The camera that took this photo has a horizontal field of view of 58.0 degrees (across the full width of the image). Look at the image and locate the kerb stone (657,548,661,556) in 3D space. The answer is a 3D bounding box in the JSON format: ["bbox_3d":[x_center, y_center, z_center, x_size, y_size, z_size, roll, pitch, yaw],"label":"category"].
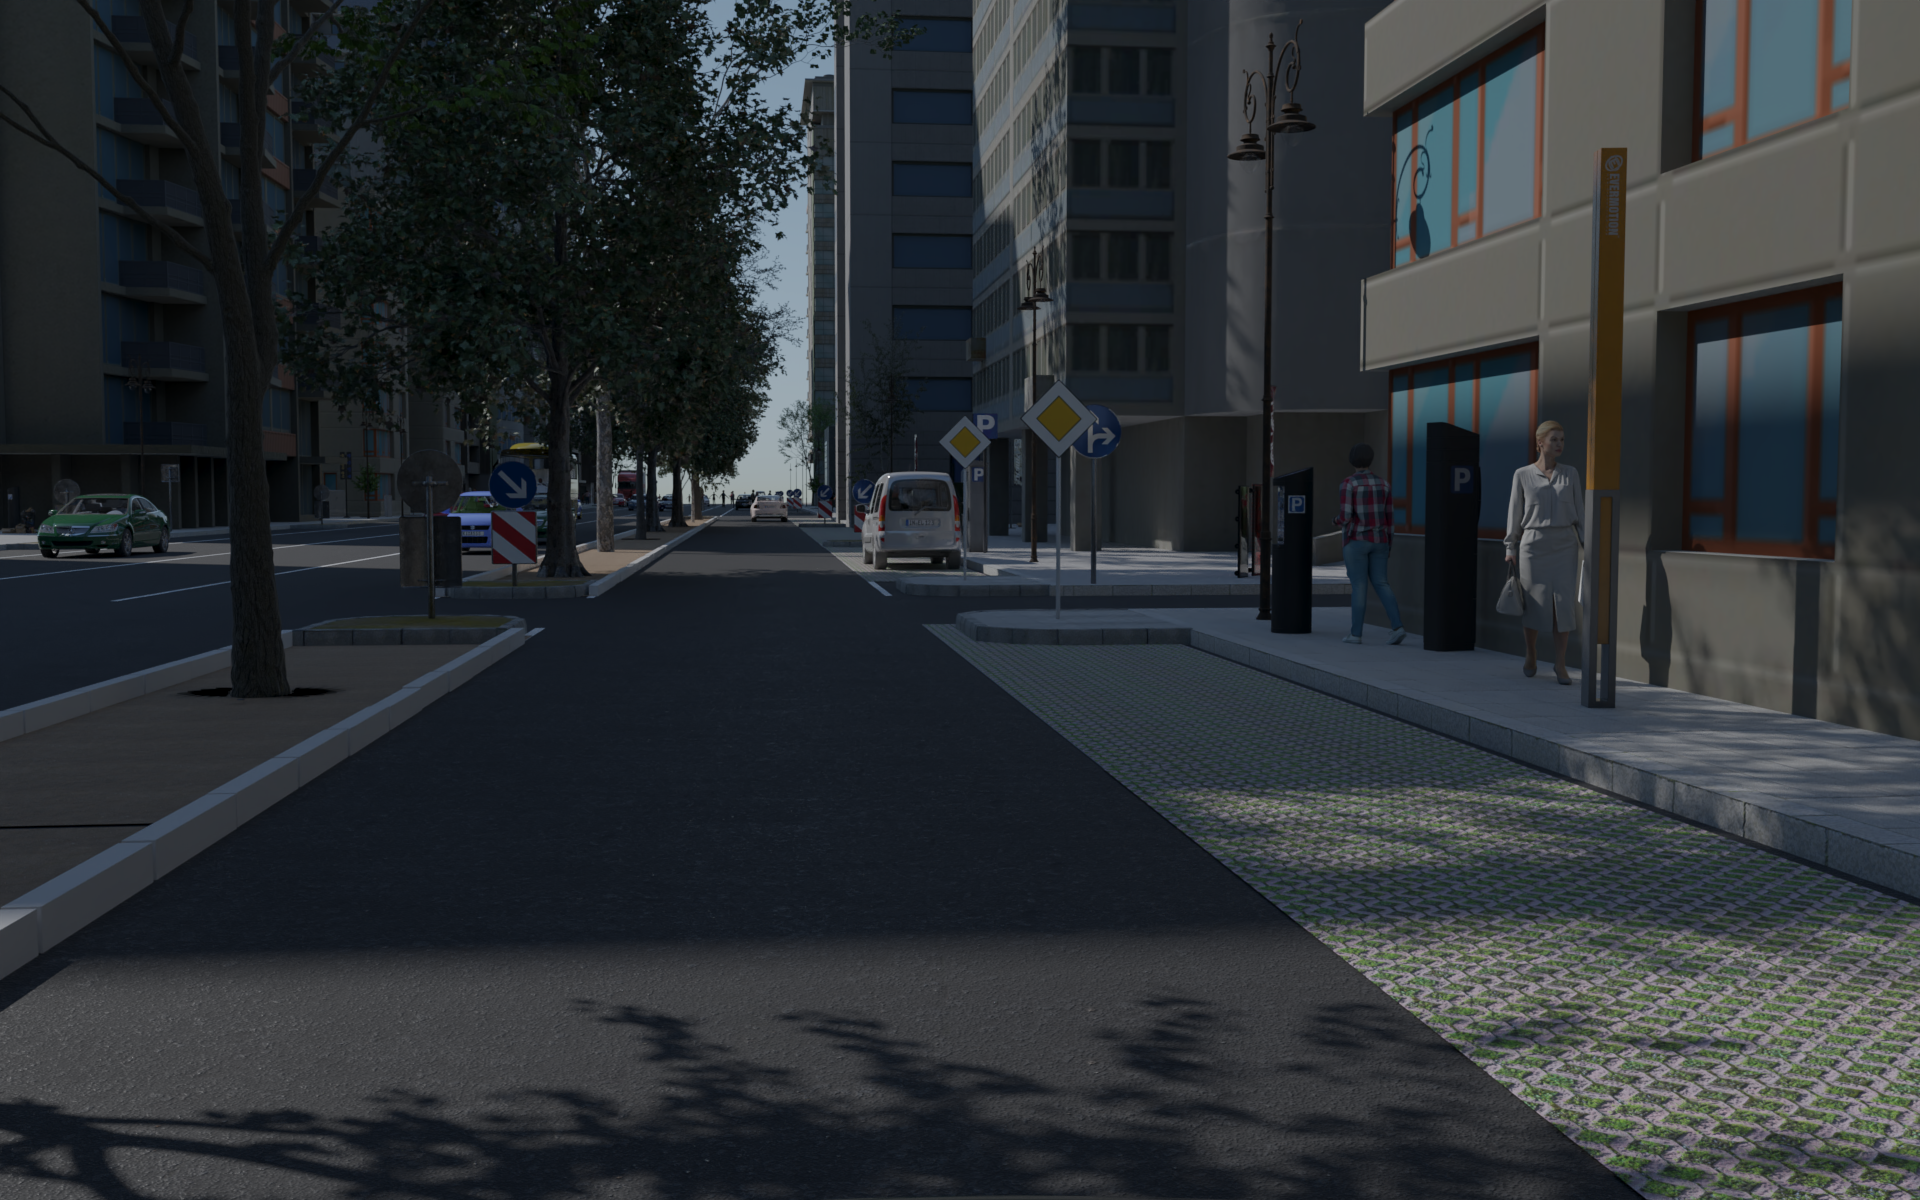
[{"bbox_3d":[-6.870,-1.027,39.003,0.120,0.150,1.000,0,4,-7],"label":"kerb stone"}]

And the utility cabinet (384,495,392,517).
[{"bbox_3d":[-32.053,-5.257,97.120,0.306,1.237,1.020,-2,4,-26],"label":"utility cabinet"}]

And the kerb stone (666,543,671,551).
[{"bbox_3d":[-7.345,-1.277,43.069,0.120,0.150,1.000,0,4,-7],"label":"kerb stone"}]

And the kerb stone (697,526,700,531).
[{"bbox_3d":[-9.861,-2.585,64.454,0.120,0.150,1.000,0,4,-7],"label":"kerb stone"}]

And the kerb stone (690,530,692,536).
[{"bbox_3d":[-9.021,-2.145,57.341,0.120,0.150,1.000,0,4,-7],"label":"kerb stone"}]

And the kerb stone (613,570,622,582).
[{"bbox_3d":[-5.566,-0.343,27.810,0.120,0.150,1.000,0,4,-7],"label":"kerb stone"}]

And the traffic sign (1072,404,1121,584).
[{"bbox_3d":[1.909,-1.504,24.690,0.768,2.556,0.104,0,4,-5],"label":"traffic sign"}]

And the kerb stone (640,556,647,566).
[{"bbox_3d":[-6.269,-0.717,33.915,0.120,0.150,1.000,0,4,-7],"label":"kerb stone"}]

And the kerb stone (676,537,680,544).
[{"bbox_3d":[-7.937,-1.586,48.169,0.120,0.150,1.000,0,4,-7],"label":"kerb stone"}]

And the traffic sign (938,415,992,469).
[{"bbox_3d":[0.095,-1.432,25.609,0.795,2.593,0.064,0,4,-7],"label":"traffic sign"}]

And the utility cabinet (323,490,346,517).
[{"bbox_3d":[-34.930,-5.383,96.684,0.318,1.500,1.173,3,5,44],"label":"utility cabinet"}]

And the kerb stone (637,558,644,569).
[{"bbox_3d":[-6.151,-0.655,32.900,0.120,0.150,1.000,0,4,-7],"label":"kerb stone"}]

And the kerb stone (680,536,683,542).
[{"bbox_3d":[-8.189,-1.710,50.203,0.120,0.150,1.000,0,4,-7],"label":"kerb stone"}]

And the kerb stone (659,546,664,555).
[{"bbox_3d":[-6.992,-1.089,40.022,0.120,0.150,1.000,0,4,-7],"label":"kerb stone"}]

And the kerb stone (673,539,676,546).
[{"bbox_3d":[-7.710,-1.461,46.132,0.120,0.150,1.000,0,4,-7],"label":"kerb stone"}]

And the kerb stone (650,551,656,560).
[{"bbox_3d":[-6.637,-0.904,36.969,0.120,0.150,1.000,0,4,-7],"label":"kerb stone"}]

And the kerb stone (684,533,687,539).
[{"bbox_3d":[-8.541,-1.899,53.251,0.120,0.150,1.000,0,4,-7],"label":"kerb stone"}]

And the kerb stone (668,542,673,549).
[{"bbox_3d":[-7.465,-1.335,44.090,0.120,0.150,1.000,0,4,-7],"label":"kerb stone"}]

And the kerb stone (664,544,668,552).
[{"bbox_3d":[-7.237,-1.209,42.052,0.120,0.150,1.000,0,4,-7],"label":"kerb stone"}]

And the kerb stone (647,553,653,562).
[{"bbox_3d":[-6.510,-0.832,35.947,0.120,0.150,1.000,0,4,-7],"label":"kerb stone"}]

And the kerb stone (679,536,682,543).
[{"bbox_3d":[-8.063,-1.651,49.183,0.120,0.150,1.000,0,4,-7],"label":"kerb stone"}]

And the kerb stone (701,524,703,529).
[{"bbox_3d":[-10.338,-2.834,68.532,0.120,0.150,1.000,0,4,-7],"label":"kerb stone"}]

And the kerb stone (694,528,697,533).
[{"bbox_3d":[-9.497,-2.398,61.407,0.120,0.150,1.000,0,4,-7],"label":"kerb stone"}]

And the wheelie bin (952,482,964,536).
[{"bbox_3d":[-0.086,-2.349,46.314,0.693,1.594,0.980,2,4,31],"label":"wheelie bin"}]

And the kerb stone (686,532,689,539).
[{"bbox_3d":[-8.665,-1.956,54.282,0.120,0.150,1.000,0,4,-7],"label":"kerb stone"}]

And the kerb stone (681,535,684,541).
[{"bbox_3d":[-8.305,-1.770,51.219,0.120,0.150,1.000,0,4,-7],"label":"kerb stone"}]

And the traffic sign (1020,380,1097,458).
[{"bbox_3d":[1.026,-0.947,17.678,0.795,2.593,0.064,0,4,-7],"label":"traffic sign"}]

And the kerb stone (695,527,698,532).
[{"bbox_3d":[-9.623,-2.453,62.422,0.120,0.150,1.000,0,4,-7],"label":"kerb stone"}]

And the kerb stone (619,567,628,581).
[{"bbox_3d":[-5.666,-0.406,28.828,0.120,0.150,1.000,0,4,-7],"label":"kerb stone"}]

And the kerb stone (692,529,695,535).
[{"bbox_3d":[-9.264,-2.274,59.371,0.120,0.150,1.000,0,4,-7],"label":"kerb stone"}]

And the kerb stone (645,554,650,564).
[{"bbox_3d":[-6.391,-0.779,34.930,0.120,0.150,1.000,0,4,-7],"label":"kerb stone"}]

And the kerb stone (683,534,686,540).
[{"bbox_3d":[-8.422,-1.837,52.236,0.120,0.150,1.000,0,4,-7],"label":"kerb stone"}]

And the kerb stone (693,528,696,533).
[{"bbox_3d":[-9.385,-2.335,60.386,0.120,0.150,1.000,0,4,-7],"label":"kerb stone"}]

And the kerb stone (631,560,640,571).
[{"bbox_3d":[-6.034,-0.592,31.883,0.120,0.150,1.000,0,4,-7],"label":"kerb stone"}]

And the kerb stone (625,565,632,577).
[{"bbox_3d":[-5.791,-0.468,29.849,0.120,0.150,1.000,0,4,-7],"label":"kerb stone"}]

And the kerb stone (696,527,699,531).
[{"bbox_3d":[-9.741,-2.522,63.437,0.120,0.150,1.000,0,4,-7],"label":"kerb stone"}]

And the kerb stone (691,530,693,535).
[{"bbox_3d":[-9.145,-2.212,58.356,0.120,0.150,1.000,0,4,-7],"label":"kerb stone"}]

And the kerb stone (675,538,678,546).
[{"bbox_3d":[-7.830,-1.526,47.149,0.120,0.150,1.000,0,4,-7],"label":"kerb stone"}]

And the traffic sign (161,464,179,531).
[{"bbox_3d":[-27.012,-3.494,59.250,0.606,2.300,0.079,0,4,1],"label":"traffic sign"}]

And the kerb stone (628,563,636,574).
[{"bbox_3d":[-5.911,-0.520,30.865,0.120,0.150,1.000,0,4,-7],"label":"kerb stone"}]

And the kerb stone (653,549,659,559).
[{"bbox_3d":[-6.747,-0.966,37.987,0.120,0.150,1.000,0,4,-7],"label":"kerb stone"}]

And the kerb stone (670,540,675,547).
[{"bbox_3d":[-7.584,-1.401,45.108,0.120,0.150,1.000,0,4,-7],"label":"kerb stone"}]

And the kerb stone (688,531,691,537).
[{"bbox_3d":[-8.903,-2.087,56.325,0.120,0.150,1.000,0,4,-7],"label":"kerb stone"}]

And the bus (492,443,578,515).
[{"bbox_3d":[-21.051,-5.828,86.828,2.896,3.916,12.252,0,4,-7],"label":"bus"}]

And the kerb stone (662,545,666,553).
[{"bbox_3d":[-7.113,-1.152,41.037,0.120,0.150,1.000,0,4,-7],"label":"kerb stone"}]

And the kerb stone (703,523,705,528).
[{"bbox_3d":[-10.575,-2.958,70.570,0.120,0.150,1.000,0,4,-7],"label":"kerb stone"}]

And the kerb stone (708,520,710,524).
[{"bbox_3d":[-11.419,-3.395,77.711,0.120,0.150,1.000,0,4,-7],"label":"kerb stone"}]

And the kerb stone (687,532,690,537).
[{"bbox_3d":[-8.782,-2.025,55.299,0.120,0.150,1.000,0,4,-7],"label":"kerb stone"}]
